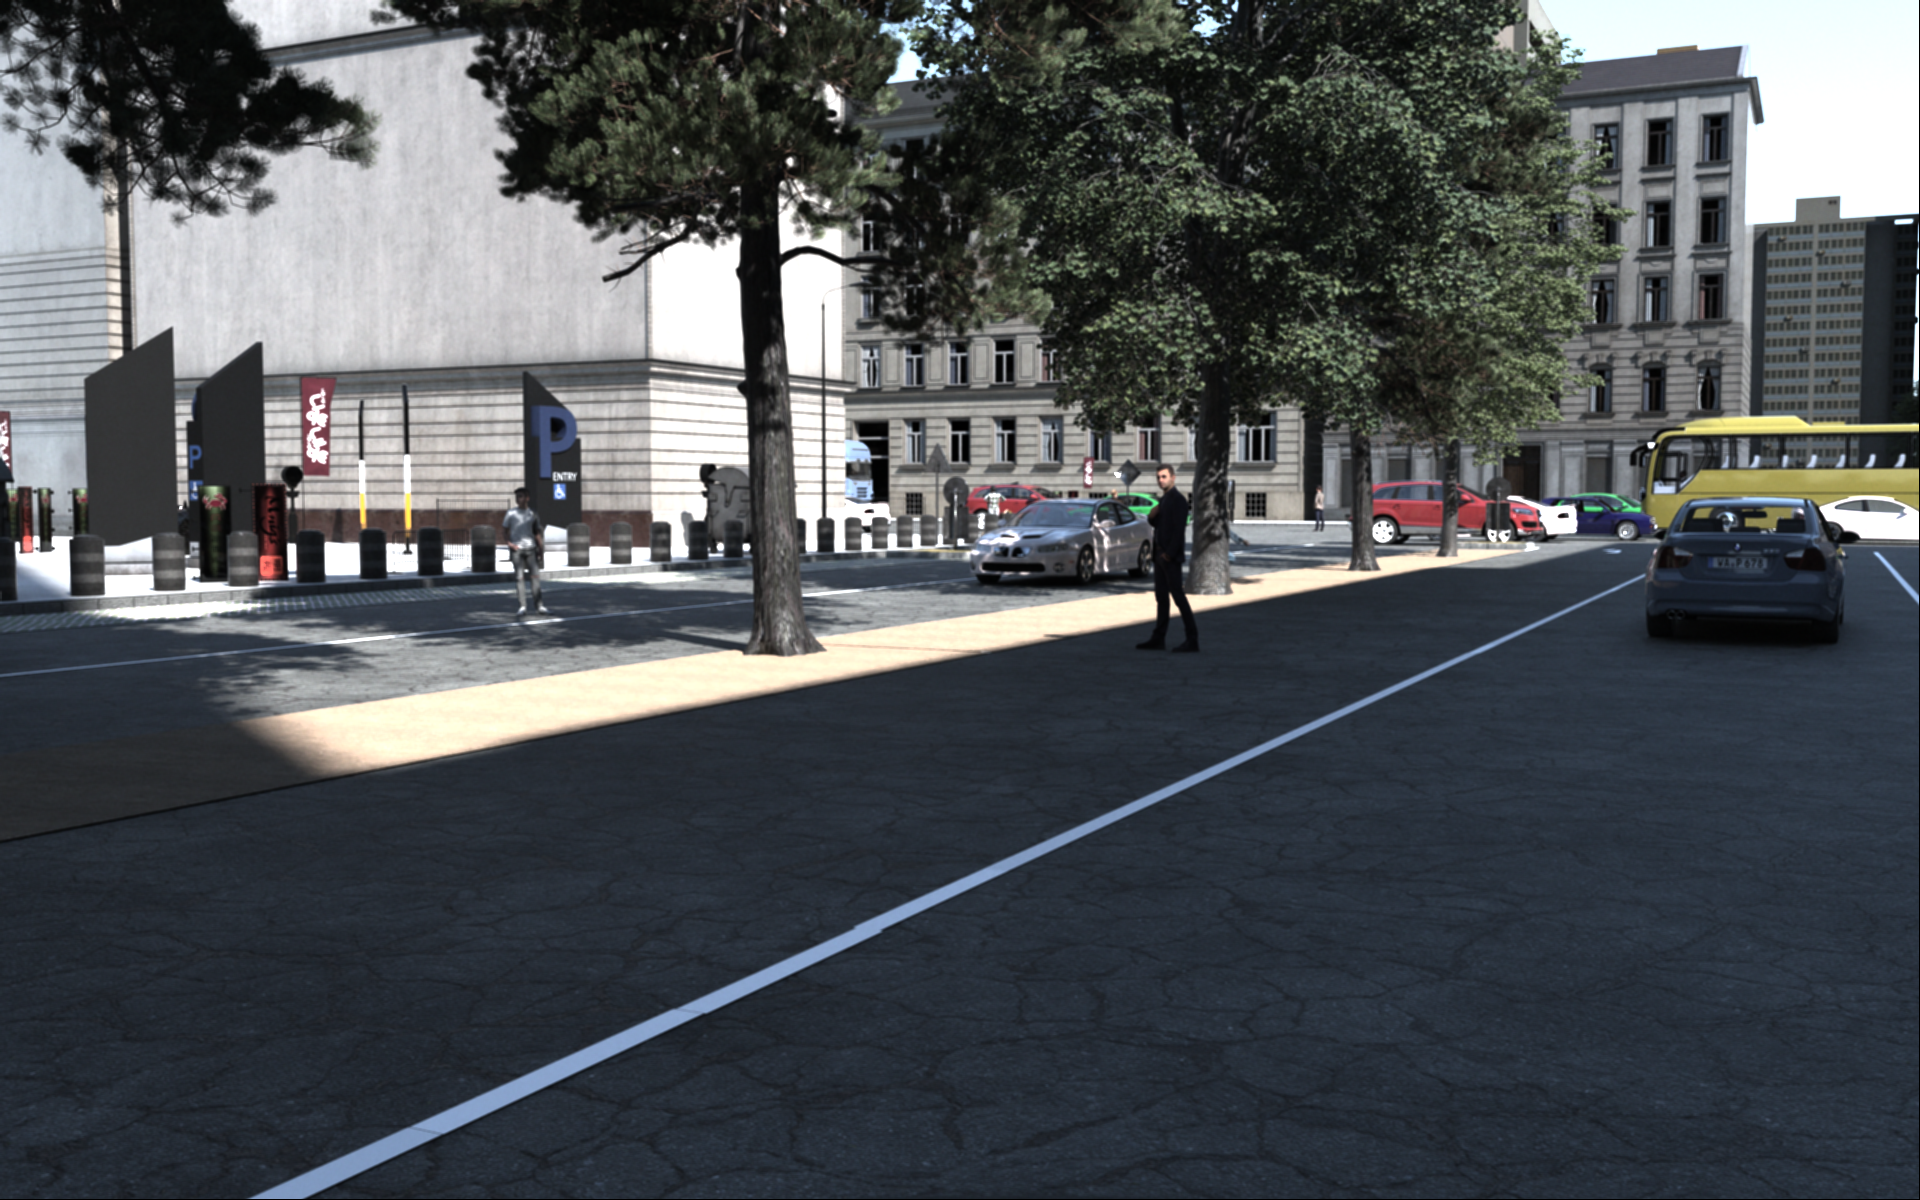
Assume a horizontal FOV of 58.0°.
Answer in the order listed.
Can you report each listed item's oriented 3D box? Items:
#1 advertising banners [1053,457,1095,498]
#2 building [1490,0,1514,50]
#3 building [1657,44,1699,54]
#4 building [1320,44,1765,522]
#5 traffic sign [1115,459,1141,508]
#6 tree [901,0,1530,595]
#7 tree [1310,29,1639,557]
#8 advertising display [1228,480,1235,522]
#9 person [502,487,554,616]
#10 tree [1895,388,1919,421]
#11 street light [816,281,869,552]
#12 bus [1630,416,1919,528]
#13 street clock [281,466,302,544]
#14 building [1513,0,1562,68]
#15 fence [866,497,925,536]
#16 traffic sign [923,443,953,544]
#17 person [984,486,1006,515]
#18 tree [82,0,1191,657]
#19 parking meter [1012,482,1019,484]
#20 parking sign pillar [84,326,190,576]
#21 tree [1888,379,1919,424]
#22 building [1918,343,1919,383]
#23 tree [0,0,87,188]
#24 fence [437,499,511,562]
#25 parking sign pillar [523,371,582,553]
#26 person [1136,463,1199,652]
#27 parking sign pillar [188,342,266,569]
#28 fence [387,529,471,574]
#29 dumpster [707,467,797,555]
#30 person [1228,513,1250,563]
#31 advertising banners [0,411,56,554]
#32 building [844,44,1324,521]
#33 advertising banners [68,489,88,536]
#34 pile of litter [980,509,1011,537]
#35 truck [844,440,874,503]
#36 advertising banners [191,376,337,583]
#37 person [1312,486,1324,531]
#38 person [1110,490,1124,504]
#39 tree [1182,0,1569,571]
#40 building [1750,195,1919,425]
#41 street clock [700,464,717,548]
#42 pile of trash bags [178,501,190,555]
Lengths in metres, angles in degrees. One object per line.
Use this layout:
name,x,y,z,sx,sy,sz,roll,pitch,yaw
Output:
advertising banners,5.324,-5.239,81.842,2.074,3.025,0.090,0,4,5
building,38.035,-30.330,146.005,14.600,45.320,14.200,2,4,26
building,87.013,-42.396,235.177,28.212,58.520,21.231,2,4,26
building,26.908,-14.142,80.372,18.267,20.994,9.793,2,4,26
traffic sign,4.852,-2.840,50.076,0.795,2.450,0.064,2,4,26
tree,3.564,-7.049,24.361,9.857,13.997,8.962,0,3,0
tree,11.157,-7.260,39.283,7.486,12.596,7.792,0,3,0
advertising display,12.332,-4.495,78.709,0.123,1.923,0.974,0,4,-2
person,-5.113,-0.574,20.479,0.523,1.515,0.503,2,4,35
tree,93.131,-15.005,167.390,6.751,12.117,7.091,0,3,0
street light,-2.538,-4.012,38.143,1.470,5.913,1.316,2,4,26
bus,27.707,-3.843,54.375,12.252,3.916,2.896,2,4,27
street clock,-17.165,-2.445,44.549,0.471,2.002,0.358,-3,5,-44
building,43.685,-32.999,163.234,21.300,48.544,21.600,2,4,26
fence,-1.880,-2.583,53.432,2.264,1.192,0.480,-3,5,-42
traffic sign,-0.584,-2.705,44.230,0.884,2.594,0.081,2,4,31
person,1.261,-3.374,64.395,0.841,1.734,0.376,-1,4,-13
tree,-1.702,-6.453,15.388,7.806,13.903,7.818,0,3,0
parking meter,2.618,-4.786,83.962,0.399,1.863,0.255,2,4,28
parking sign pillar,-13.288,-2.403,27.768,1.447,3.967,1.447,-2,4,-28
tree,89.509,-14.802,160.145,7.486,12.596,7.792,0,3,0
building,130.847,-36.095,213.850,21.600,48.544,21.300,2,4,26
tree,-5.295,-5.965,7.405,7.806,13.903,7.818,0,3,0
fence,-9.382,-1.356,33.372,2.264,1.192,0.480,2,4,35
parking sign pillar,-9.068,-3.065,38.581,1.447,3.967,1.447,2,4,35
person,1.904,-0.393,15.845,0.530,1.710,0.541,0,4,-4
parking sign pillar,-12.809,-2.555,30.252,1.447,3.967,1.447,2,4,28
fence,-8.764,-0.818,28.744,0.278,0.683,2.069,1,4,20
dumpster,-4.489,-1.924,37.223,1.264,1.857,1.865,2,4,26
person,5.151,-1.253,34.488,1.012,1.151,0.738,3,5,43
advertising banners,-20.077,-2.509,37.208,0.090,3.025,2.074,0,4,1
building,6.592,-15.928,93.700,30.059,22.955,16.112,2,4,26
advertising banners,-19.965,-2.734,40.886,0.090,3.025,2.074,3,5,41
pile of litter,1.022,-2.094,48.200,1.176,0.858,1.719,2,4,35
truck,-12.346,-5.708,83.091,18.799,4.110,2.967,2,4,25
advertising banners,-10.191,-1.790,25.453,2.074,3.025,0.090,-2,4,-35
person,13.758,-3.538,66.877,0.617,1.759,0.750,-2,4,-26
person,3.956,-2.028,43.926,0.482,1.546,0.388,3,4,37
tree,7.418,-6.566,31.874,6.751,12.117,7.091,0,3,0
building,112.803,-32.851,228.988,23.993,40.220,32.217,2,4,26
street clock,-5.980,-2.242,41.224,0.358,2.002,0.471,1,4,20
pile of trash bags,-15.134,-1.611,36.092,3.447,1.369,1.912,3,5,43
